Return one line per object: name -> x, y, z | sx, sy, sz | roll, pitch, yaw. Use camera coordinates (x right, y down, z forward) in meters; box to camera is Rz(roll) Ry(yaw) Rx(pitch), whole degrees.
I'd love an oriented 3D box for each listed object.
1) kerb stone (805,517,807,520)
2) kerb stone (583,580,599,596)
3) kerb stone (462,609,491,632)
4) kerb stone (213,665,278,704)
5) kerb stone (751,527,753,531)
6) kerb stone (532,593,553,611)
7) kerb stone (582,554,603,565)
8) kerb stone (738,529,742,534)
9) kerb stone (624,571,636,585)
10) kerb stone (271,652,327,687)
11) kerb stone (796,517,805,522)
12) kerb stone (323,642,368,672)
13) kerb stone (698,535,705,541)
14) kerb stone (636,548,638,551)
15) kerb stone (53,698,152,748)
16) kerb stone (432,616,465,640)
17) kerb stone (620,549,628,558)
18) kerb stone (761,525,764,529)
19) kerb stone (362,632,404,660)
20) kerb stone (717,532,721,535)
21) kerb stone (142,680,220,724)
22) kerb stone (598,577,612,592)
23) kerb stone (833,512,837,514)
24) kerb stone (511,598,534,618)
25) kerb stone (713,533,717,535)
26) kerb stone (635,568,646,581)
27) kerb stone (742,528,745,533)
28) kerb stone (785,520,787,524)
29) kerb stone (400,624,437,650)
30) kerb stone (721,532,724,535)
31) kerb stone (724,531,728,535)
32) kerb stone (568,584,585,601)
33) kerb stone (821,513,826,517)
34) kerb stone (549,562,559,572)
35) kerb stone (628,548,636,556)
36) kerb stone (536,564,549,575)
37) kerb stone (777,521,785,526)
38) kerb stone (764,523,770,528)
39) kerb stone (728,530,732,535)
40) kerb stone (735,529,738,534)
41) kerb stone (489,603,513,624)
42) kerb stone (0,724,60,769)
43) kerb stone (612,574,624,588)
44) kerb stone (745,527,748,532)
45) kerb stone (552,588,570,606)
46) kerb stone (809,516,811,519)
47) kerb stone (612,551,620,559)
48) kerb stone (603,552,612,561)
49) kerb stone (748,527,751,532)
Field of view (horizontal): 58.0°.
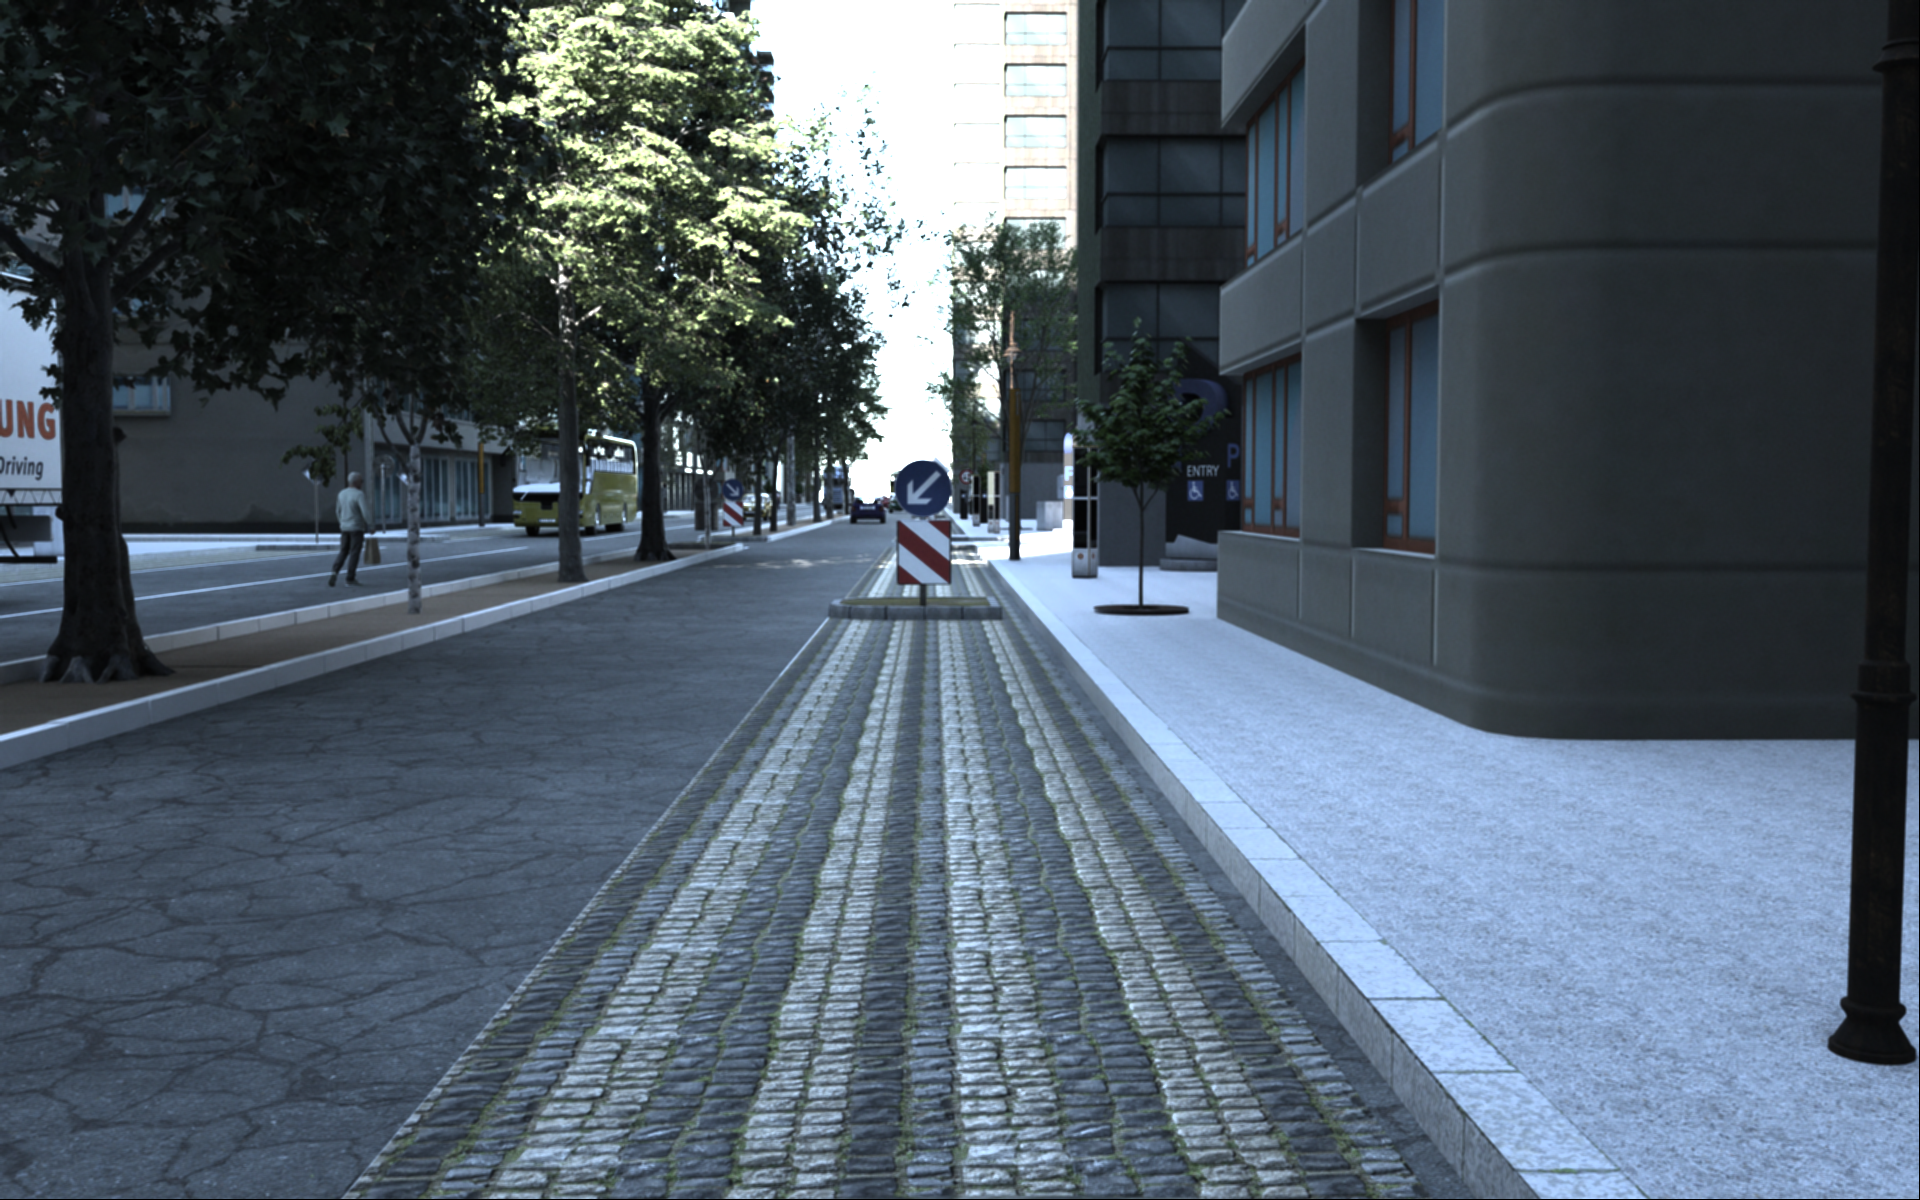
kerb stone -> -8.538, -4.380, 93.807 | 0.120, 0.150, 1.000 | 0, 4, -1
kerb stone -> -5.313, -0.147, 24.595 | 0.120, 0.150, 1.000 | 0, 4, -1
kerb stone -> -5.210, 0.230, 18.446 | 0.120, 0.150, 1.000 | 0, 4, -1
kerb stone -> -5.113, 0.607, 12.297 | 0.120, 0.150, 1.000 | 0, 4, -1
kerb stone -> -8.100, -2.688, 66.139 | 0.120, 0.150, 1.000 | 0, 4, -1
kerb stone -> -5.262, 0.044, 21.521 | 0.120, 0.150, 1.000 | 0, 4, -1
kerb stone -> -7.604, -0.830, 35.841 | 0.120, 0.150, 1.000 | 0, 4, -1
kerb stone -> -8.030, -2.437, 62.052 | 0.120, 0.150, 1.000 | 0, 4, -1
kerb stone -> -5.366, -0.329, 27.666 | 0.120, 0.150, 1.000 | 0, 4, -1
kerb stone -> -5.131, 0.543, 13.325 | 0.120, 0.150, 1.000 | 0, 4, -1
kerb stone -> -8.527, -4.317, 92.779 | 0.120, 0.150, 1.000 | 0, 4, -1
kerb stone -> -5.150, 0.483, 14.353 | 0.120, 0.150, 1.000 | 0, 4, -1
kerb stone -> -7.876, -1.874, 52.836 | 0.120, 0.150, 1.000 | 0, 4, -1
kerb stone -> -7.684, -1.147, 40.957 | 0.120, 0.150, 1.000 | 0, 4, -1
kerb stone -> -5.083, 0.731, 10.242 | 0.120, 0.150, 1.000 | 0, 4, -1
kerb stone -> -5.201, 0.298, 17.424 | 0.120, 0.150, 1.000 | 0, 4, -1
kerb stone -> -7.655, -1.019, 38.907 | 0.120, 0.150, 1.000 | 0, 4, -1
kerb stone -> -8.162, -2.938, 70.232 | 0.120, 0.150, 1.000 | 0, 4, -1
kerb stone -> -5.169, 0.422, 15.376 | 0.120, 0.150, 1.000 | 0, 4, -1
kerb stone -> -7.928, -2.061, 55.901 | 0.120, 0.150, 1.000 | 0, 4, -1
kerb stone -> -5.099, 0.668, 11.274 | 0.120, 0.150, 1.000 | 0, 4, -1
kerb stone -> -5.343, -0.209, 25.617 | 0.120, 0.150, 1.000 | 0, 4, -1
kerb stone -> -9.087, -6.384, 126.566 | 0.120, 0.150, 1.000 | 0, 4, -1
kerb stone -> -5.249, 0.104, 20.498 | 0.120, 0.150, 1.000 | 0, 4, -1
kerb stone -> -7.915, -1.997, 54.879 | 0.120, 0.150, 1.000 | 0, 4, -1
kerb stone -> -5.387, -0.397, 28.691 | 0.120, 0.150, 1.000 | 0, 4, -1
kerb stone -> -8.042, -2.500, 63.074 | 0.120, 0.150, 1.000 | 0, 4, -1
kerb stone -> -8.343, -3.623, 81.498 | 0.120, 0.150, 1.000 | 0, 4, -1
kerb stone -> -5.185, 0.359, 16.398 | 0.120, 0.150, 1.000 | 0, 4, -1
kerb stone -> -7.948, -2.124, 56.926 | 0.120, 0.150, 1.000 | 0, 4, -1
kerb stone -> -7.964, -2.183, 57.948 | 0.120, 0.150, 1.000 | 0, 4, -1
kerb stone -> -5.303, -0.078, 23.570 | 0.120, 0.150, 1.000 | 0, 4, -1
kerb stone -> -8.873, -5.569, 113.252 | 0.120, 0.150, 1.000 | 0, 4, -1
kerb stone -> -7.531, -0.584, 31.738 | 0.120, 0.150, 1.000 | 0, 4, -1
kerb stone -> -7.669, -1.082, 39.935 | 0.120, 0.150, 1.000 | 0, 4, -1
kerb stone -> -7.511, -0.519, 30.716 | 0.120, 0.150, 1.000 | 0, 4, -1
kerb stone -> -8.329, -3.561, 80.469 | 0.120, 0.150, 1.000 | 0, 4, -1
kerb stone -> -8.214, -3.126, 73.297 | 0.120, 0.150, 1.000 | 0, 4, -1
kerb stone -> -7.978, -2.250, 58.975 | 0.120, 0.150, 1.000 | 0, 4, -1
kerb stone -> -8.018, -2.375, 61.030 | 0.120, 0.150, 1.000 | 0, 4, -1
kerb stone -> -5.234, 0.170, 19.475 | 0.120, 0.150, 1.000 | 0, 4, -1
kerb stone -> -5.061, 0.799, 9.220 | 0.120, 0.150, 1.000 | 0, 4, -1
kerb stone -> -5.352, -0.272, 26.639 | 0.120, 0.150, 1.000 | 0, 4, -1
kerb stone -> -8.063, -2.563, 64.095 | 0.120, 0.150, 1.000 | 0, 4, -1
kerb stone -> -5.280, -0.015, 22.545 | 0.120, 0.150, 1.000 | 0, 4, -1
kerb stone -> -8.597, -4.566, 96.873 | 0.120, 0.150, 1.000 | 0, 4, -1
kerb stone -> -7.633, -0.960, 37.885 | 0.120, 0.150, 1.000 | 0, 4, -1
kerb stone -> -7.618, -0.897, 36.862 | 0.120, 0.150, 1.000 | 0, 4, -1
kerb stone -> -8.072, -2.624, 65.117 | 0.120, 0.150, 1.000 | 0, 4, -1
